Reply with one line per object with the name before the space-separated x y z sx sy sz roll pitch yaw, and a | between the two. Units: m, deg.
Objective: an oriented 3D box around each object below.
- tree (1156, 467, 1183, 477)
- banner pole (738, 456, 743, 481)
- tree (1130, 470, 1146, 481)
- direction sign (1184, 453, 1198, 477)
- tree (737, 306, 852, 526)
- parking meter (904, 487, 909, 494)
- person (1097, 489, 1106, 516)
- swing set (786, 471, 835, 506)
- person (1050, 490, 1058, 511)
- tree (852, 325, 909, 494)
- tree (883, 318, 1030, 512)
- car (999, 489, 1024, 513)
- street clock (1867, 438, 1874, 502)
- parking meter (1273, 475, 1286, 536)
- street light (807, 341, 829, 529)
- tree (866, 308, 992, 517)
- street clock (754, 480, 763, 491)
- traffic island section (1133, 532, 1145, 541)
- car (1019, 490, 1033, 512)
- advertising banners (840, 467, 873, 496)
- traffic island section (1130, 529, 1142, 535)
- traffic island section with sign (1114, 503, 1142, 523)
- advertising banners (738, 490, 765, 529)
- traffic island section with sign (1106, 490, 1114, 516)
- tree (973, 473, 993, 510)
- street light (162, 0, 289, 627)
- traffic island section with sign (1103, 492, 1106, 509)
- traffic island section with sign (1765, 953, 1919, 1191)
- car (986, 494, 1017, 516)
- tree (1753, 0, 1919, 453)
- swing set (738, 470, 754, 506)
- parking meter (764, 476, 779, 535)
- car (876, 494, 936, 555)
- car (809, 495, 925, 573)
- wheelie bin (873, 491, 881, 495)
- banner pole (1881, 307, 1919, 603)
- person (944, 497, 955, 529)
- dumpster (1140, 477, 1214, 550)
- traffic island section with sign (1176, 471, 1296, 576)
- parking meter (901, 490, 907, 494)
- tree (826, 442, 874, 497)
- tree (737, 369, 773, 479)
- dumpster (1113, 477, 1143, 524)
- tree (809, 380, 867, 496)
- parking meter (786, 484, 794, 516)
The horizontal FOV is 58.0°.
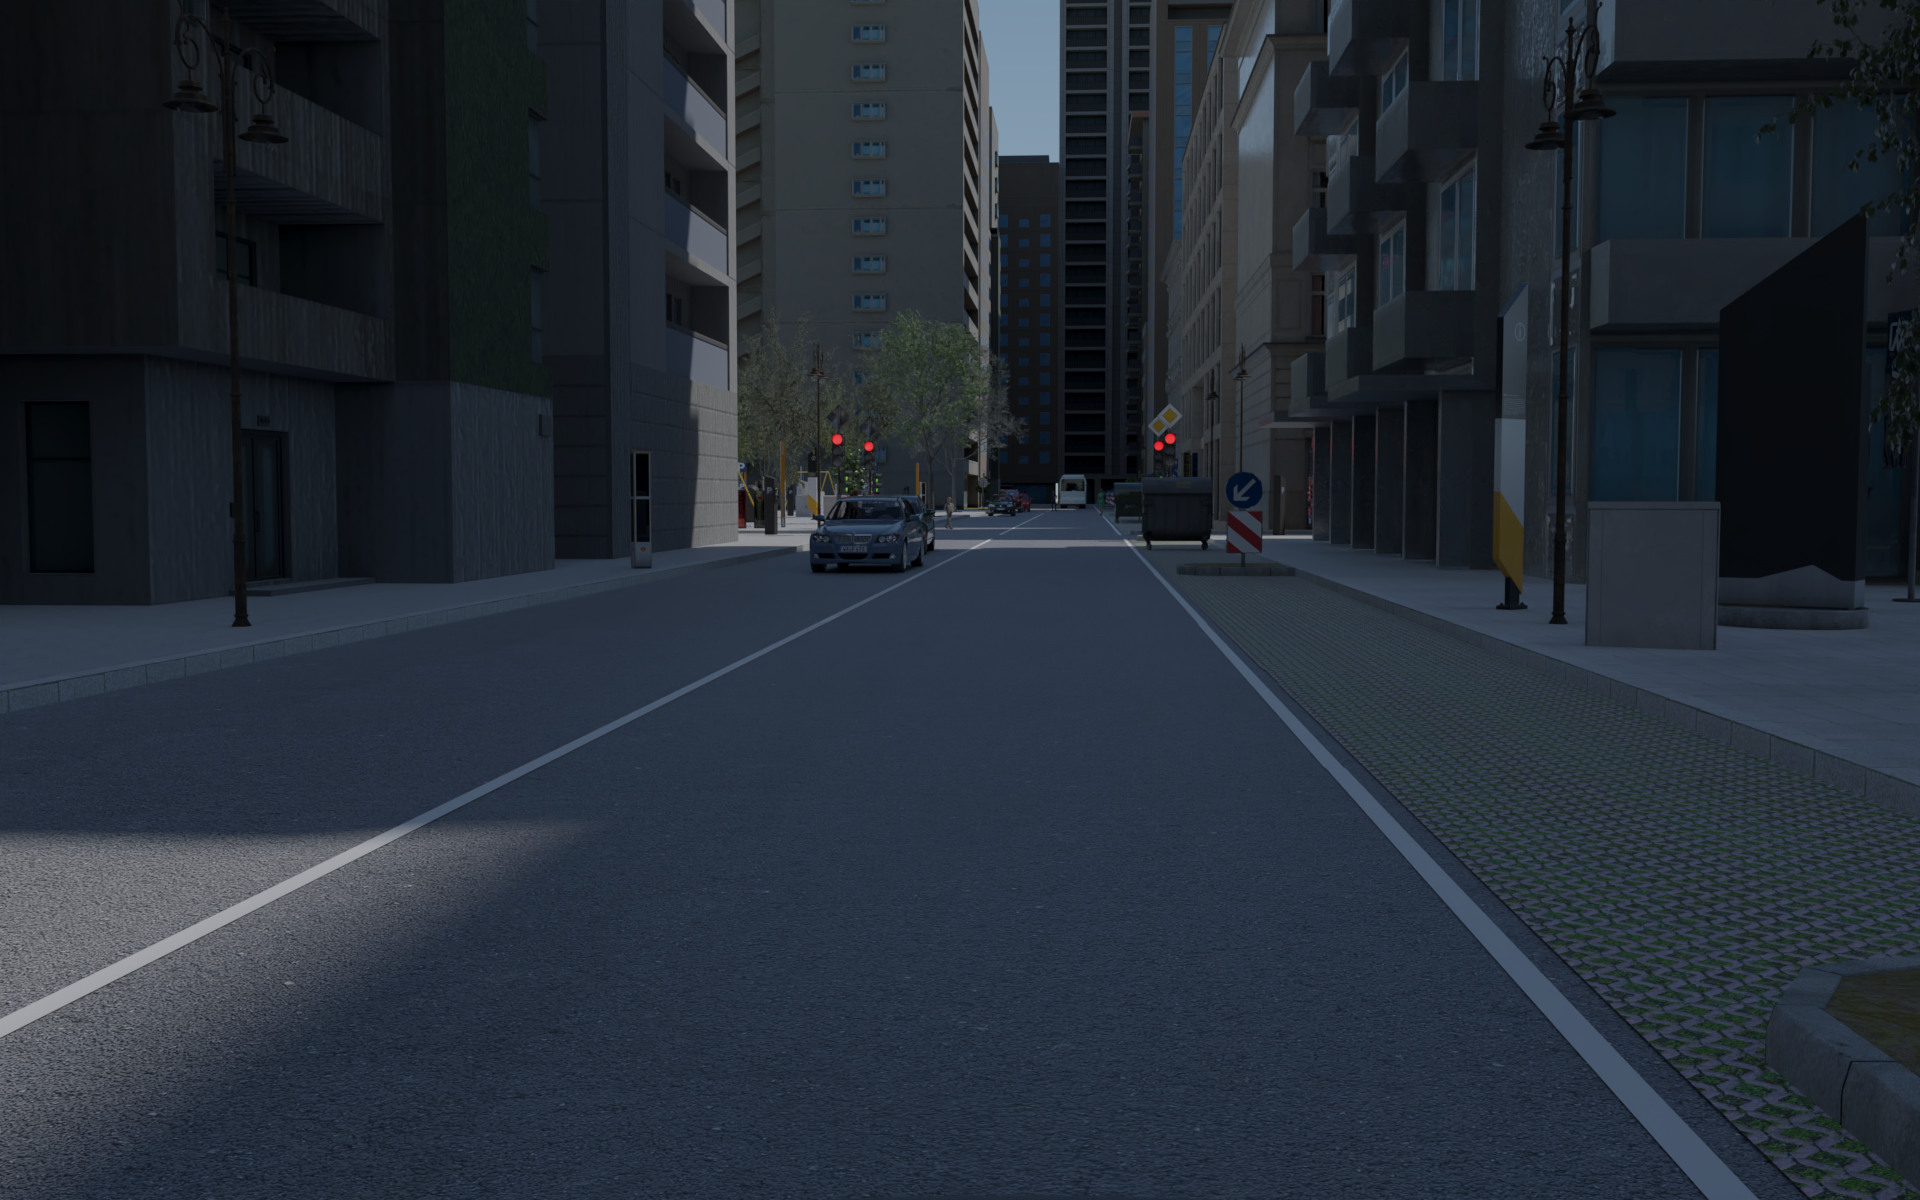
tree | 11.813 -6.290 97.435 1.663 3.219 1.824 0 3 0
banner pole | -14.556 -7.640 114.923 0.401 3.779 0.863 1 4 22
tree | 14.637 -8.796 138.421 1.663 3.219 1.824 0 3 0
direction sign | 12.599 -6.277 94.627 0.876 3.537 0.379 -2 4 -24
tree | -6.763 -7.238 68.706 4.360 8.622 3.978 0 3 0
parking meter | -4.161 -7.849 134.036 0.399 1.863 0.255 1 4 15
person | 9.264 -6.403 113.442 0.600 1.795 0.529 1 4 13
swing set | -10.399 -7.521 120.582 3.119 2.851 2.862 2 4 34
person | 7.958 -8.363 145.685 0.683 1.767 0.568 -3 5 -39
tree | -4.024 -7.683 75.974 4.360 8.622 3.978 0 3 0
tree | -0.519 -12.947 122.059 12.009 13.543 11.850 0 3 0
car | 3.805 -7.635 133.499 2.281 1.827 5.304 0 4 4
street clock | 9.832 -0.885 19.034 0.358 2.002 0.471 2 4 23
parking meter | 9.870 -2.926 53.550 0.255 1.863 0.399 3 4 37
street light | -4.282 -4.875 52.499 0.468 5.910 1.993 0 4 4
tree | -1.768 -10.514 97.652 9.928 11.665 9.643 0 3 0
street clock | -10.442 -5.229 90.063 0.471 2.002 0.358 2 4 35
traffic island section | 6.494 -1.917 53.630 2.009 0.180 2.903 0 4 4
car | 4.806 -8.021 140.191 2.155 1.783 4.494 0 4 2
advertising banners | -4.915 -5.158 80.514 2.074 3.025 0.090 2 4 31
traffic island section | 7.059 -2.405 61.595 2.009 0.180 2.903 0 4 4
traffic island section with sign | 8.836 -4.761 86.478 1.989 1.847 2.006 0 4 4
advertising banners | -8.158 -4.167 64.317 2.074 3.025 0.090 -1 4 -14
traffic island section with sign | 10.741 -6.406 113.366 1.989 1.847 2.006 0 4 4
tree | 2.092 -9.108 143.518 1.663 3.219 1.824 0 3 0
street light | -6.968 -2.681 16.617 0.468 5.910 1.993 0 4 4
traffic island section with sign | 16.235 -11.154 190.995 1.989 1.847 2.006 0 4 4
traffic island section with sign | 2.978 0.296 3.791 1.989 1.847 2.006 0 4 4
car | 2.715 -6.258 112.110 2.009 1.686 4.222 0 4 4
tree | 6.621 -3.706 10.950 4.360 8.622 3.978 0 3 0
swing set | -10.457 -4.768 75.577 2.862 2.851 3.119 1 4 11
parking meter | -5.942 -2.989 54.585 0.399 1.863 0.255 1 4 18
car | -1.622 -1.882 42.568 2.131 1.459 4.920 0 4 3
car | -1.712 -1.295 33.178 2.014 1.417 4.499 0 4 5
wheelie bin | -6.001 -7.101 124.015 0.693 1.594 0.980 0 4 -7
banner pole | 11.314 -1.880 20.756 0.401 3.779 0.863 0 4 -5
person | -0.429 -3.552 70.848 0.475 1.303 0.640 -3 5 -41
dumpster | 5.536 -2.209 44.330 1.865 1.857 1.264 0 4 5
traffic island section with sign | 4.899 -1.366 30.968 1.989 1.847 2.006 0 4 4
parking meter | -3.547 -6.216 110.048 0.372 1.533 0.369 0 3 0
tree | -4.012 -4.253 64.131 1.663 3.219 1.824 0 3 0
tree | -12.665 -9.041 98.181 4.737 8.622 4.395 0 3 0
dumpster | 8.412 -4.830 83.922 1.985 2.255 1.502 0 4 3
tree | -7.715 -9.782 110.290 4.737 8.622 4.395 0 3 0
parking meter | -9.914 -5.832 101.061 0.399 1.863 0.255 -1 4 -19
